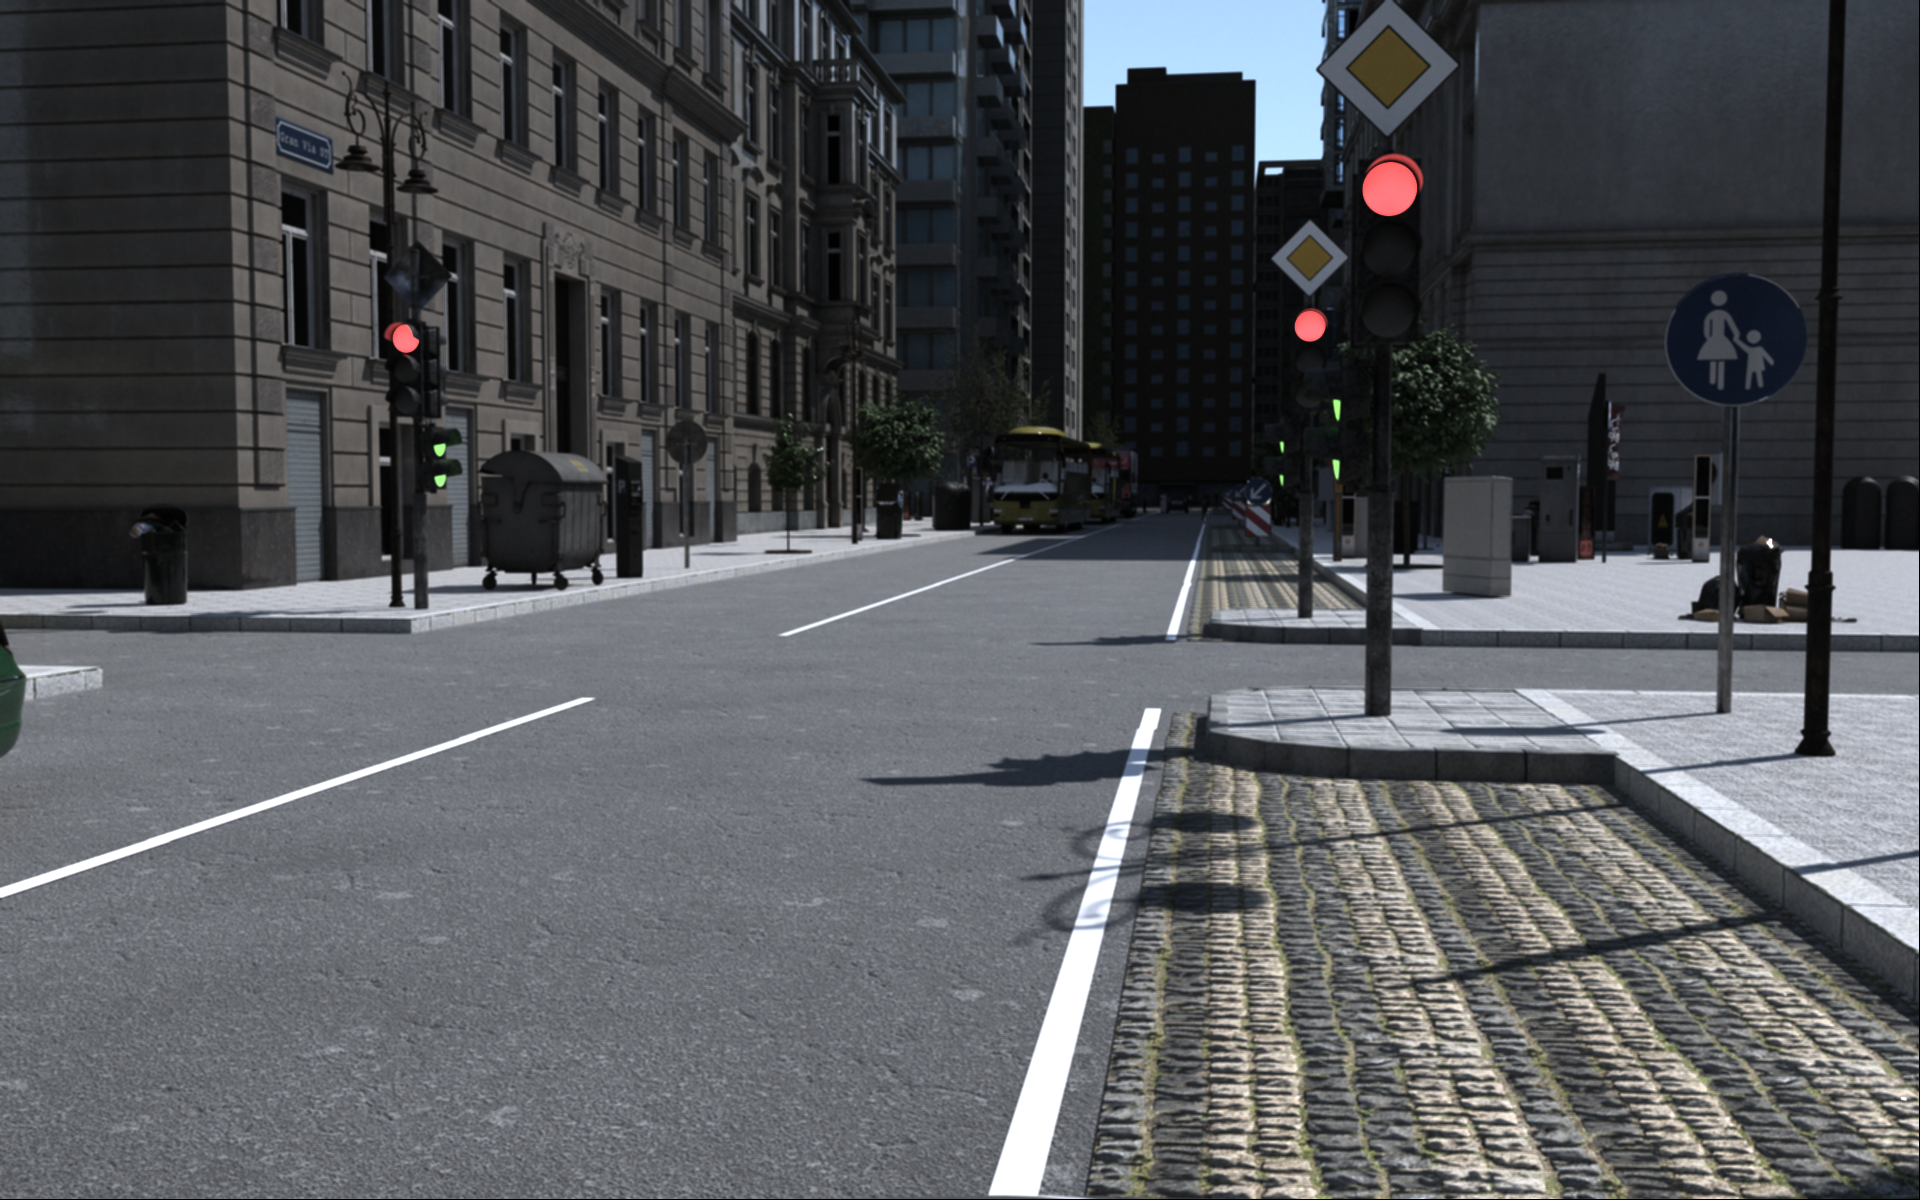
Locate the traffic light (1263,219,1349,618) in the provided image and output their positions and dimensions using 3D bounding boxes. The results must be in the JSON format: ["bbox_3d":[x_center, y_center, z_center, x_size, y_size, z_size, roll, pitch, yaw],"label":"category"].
[{"bbox_3d":[3.563,-1.770,17.855,0.839,4.253,0.868,1,4,8],"label":"traffic light"}]

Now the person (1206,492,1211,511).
[{"bbox_3d":[20.841,-8.288,145.481,0.415,1.643,0.593,0,4,8],"label":"person"}]

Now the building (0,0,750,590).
[{"bbox_3d":[-13.374,-14.539,34.979,12.463,27.353,25.104,1,4,8],"label":"building"}]

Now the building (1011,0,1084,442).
[{"bbox_3d":[0.263,-43.932,156.545,20.611,71.187,20.563,1,4,8],"label":"building"}]

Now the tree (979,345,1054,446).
[{"bbox_3d":[2.544,-8.325,86.468,4.737,8.622,4.395,0,3,0],"label":"tree"}]

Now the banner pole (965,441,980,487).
[{"bbox_3d":[0.508,-5.448,79.086,0.863,3.779,0.401,0,4,6],"label":"banner pole"}]

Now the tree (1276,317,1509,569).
[{"bbox_3d":[7.822,-2.848,30.272,4.285,4.588,4.351,0,3,0],"label":"tree"}]

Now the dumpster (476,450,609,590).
[{"bbox_3d":[-5.718,-1.102,23.772,1.264,1.857,1.865,1,4,8],"label":"dumpster"}]

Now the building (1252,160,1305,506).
[{"bbox_3d":[44.067,-30.488,190.359,23.993,40.220,32.217,1,4,8],"label":"building"}]

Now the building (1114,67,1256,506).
[{"bbox_3d":[24.012,-32.716,185.015,14.200,45.320,14.600,1,4,8],"label":"building"}]

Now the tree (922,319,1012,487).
[{"bbox_3d":[0.182,-7.530,73.476,4.360,8.622,3.978,0,3,0],"label":"tree"}]

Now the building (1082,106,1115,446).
[{"bbox_3d":[9.964,-30.778,186.812,14.086,41.232,14.154,1,4,8],"label":"building"}]

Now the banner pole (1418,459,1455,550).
[{"bbox_3d":[10.951,-3.043,39.769,0.863,3.779,0.401,1,4,15],"label":"banner pole"}]

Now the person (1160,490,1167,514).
[{"bbox_3d":[14.710,-7.107,125.375,0.551,1.740,0.621,0,4,-7],"label":"person"}]

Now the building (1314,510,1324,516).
[{"bbox_3d":[38.010,-25.244,104.617,32.217,40.220,23.993,1,4,8],"label":"building"}]

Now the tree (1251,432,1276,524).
[{"bbox_3d":[14.097,-5.600,75.279,4.285,4.588,4.351,0,3,0],"label":"tree"}]

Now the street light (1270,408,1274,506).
[{"bbox_3d":[16.420,-7.248,91.286,0.468,5.910,1.993,1,4,8],"label":"street light"}]

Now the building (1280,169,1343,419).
[{"bbox_3d":[35.905,-23.493,155.815,14.160,30.474,14.107,1,4,8],"label":"building"}]

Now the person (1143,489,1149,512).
[{"bbox_3d":[14.613,-7.832,136.555,0.705,1.823,1.348,2,4,23],"label":"person"}]

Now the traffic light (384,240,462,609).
[{"bbox_3d":[-6.000,-1.854,19.229,0.839,4.253,0.868,1,4,8],"label":"traffic light"}]

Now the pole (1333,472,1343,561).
[{"bbox_3d":[7.213,-2.395,32.995,0.158,3.312,0.155,0,3,0],"label":"pole"}]

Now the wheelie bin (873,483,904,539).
[{"bbox_3d":[-2.025,-2.541,49.459,0.980,1.594,0.693,1,4,18],"label":"wheelie bin"}]

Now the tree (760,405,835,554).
[{"bbox_3d":[-3.759,-2.626,37.542,1.663,3.219,1.824,0,3,0],"label":"tree"}]

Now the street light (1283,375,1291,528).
[{"bbox_3d":[12.586,-5.714,66.204,0.468,5.910,1.993,1,4,8],"label":"street light"}]

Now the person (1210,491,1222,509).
[{"bbox_3d":[23.661,-9.233,159.982,1.217,1.766,0.721,-2,4,-26],"label":"person"}]

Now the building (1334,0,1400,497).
[{"bbox_3d":[23.928,-17.174,78.064,12.463,27.353,25.104,1,4,8],"label":"building"}]

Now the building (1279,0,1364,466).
[{"bbox_3d":[36.543,-50.067,131.262,22.319,86.520,31.000,1,4,8],"label":"building"}]

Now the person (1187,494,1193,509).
[{"bbox_3d":[20.865,-8.879,156.867,0.799,1.438,0.628,2,4,28],"label":"person"}]

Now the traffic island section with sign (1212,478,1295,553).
[{"bbox_3d":[7.233,-2.089,42.778,1.989,1.847,2.006,1,4,8],"label":"traffic island section with sign"}]

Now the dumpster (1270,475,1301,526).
[{"bbox_3d":[13.372,-4.147,70.293,1.502,2.255,1.985,1,4,8],"label":"dumpster"}]

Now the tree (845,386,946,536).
[{"bbox_3d":[-1.909,-4.239,53.017,4.285,4.588,4.351,0,3,0],"label":"tree"}]

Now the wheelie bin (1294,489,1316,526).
[{"bbox_3d":[13.629,-3.710,68.569,0.693,1.594,0.980,3,4,36],"label":"wheelie bin"}]

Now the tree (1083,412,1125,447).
[{"bbox_3d":[12.795,-12.363,152.501,4.737,8.622,4.395,0,3,0],"label":"tree"}]

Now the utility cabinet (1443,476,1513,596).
[{"bbox_3d":[6.550,-0.809,21.914,0.318,1.500,1.173,-1,4,-13],"label":"utility cabinet"}]

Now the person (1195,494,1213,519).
[{"bbox_3d":[13.794,-5.257,97.718,1.065,1.426,0.557,2,4,24],"label":"person"}]

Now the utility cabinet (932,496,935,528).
[{"bbox_3d":[-0.532,-3.359,66.075,1.020,1.237,0.306,1,4,22],"label":"utility cabinet"}]

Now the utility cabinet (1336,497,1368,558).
[{"bbox_3d":[8.086,-1.452,34.895,1.020,1.237,0.306,0,4,7],"label":"utility cabinet"}]

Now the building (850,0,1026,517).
[{"bbox_3d":[-7.717,-30.005,110.192,23.786,49.044,30.456,1,4,8],"label":"building"}]

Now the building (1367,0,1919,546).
[{"bbox_3d":[20.420,-12.971,53.873,13.314,21.916,24.055,1,4,8],"label":"building"}]

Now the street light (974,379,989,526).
[{"bbox_3d":[0.870,-5.931,69.761,0.468,5.910,1.993,1,4,8],"label":"street light"}]

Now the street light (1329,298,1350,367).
[{"bbox_3d":[9.025,-4.177,41.082,0.468,5.910,1.993,1,4,8],"label":"street light"}]

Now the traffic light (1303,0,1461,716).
[{"bbox_3d":[2.410,-1.286,9.953,0.839,4.253,0.868,1,4,8],"label":"traffic light"}]

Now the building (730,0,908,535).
[{"bbox_3d":[-10.433,-15.029,64.805,14.460,24.649,34.723,1,4,8],"label":"building"}]
